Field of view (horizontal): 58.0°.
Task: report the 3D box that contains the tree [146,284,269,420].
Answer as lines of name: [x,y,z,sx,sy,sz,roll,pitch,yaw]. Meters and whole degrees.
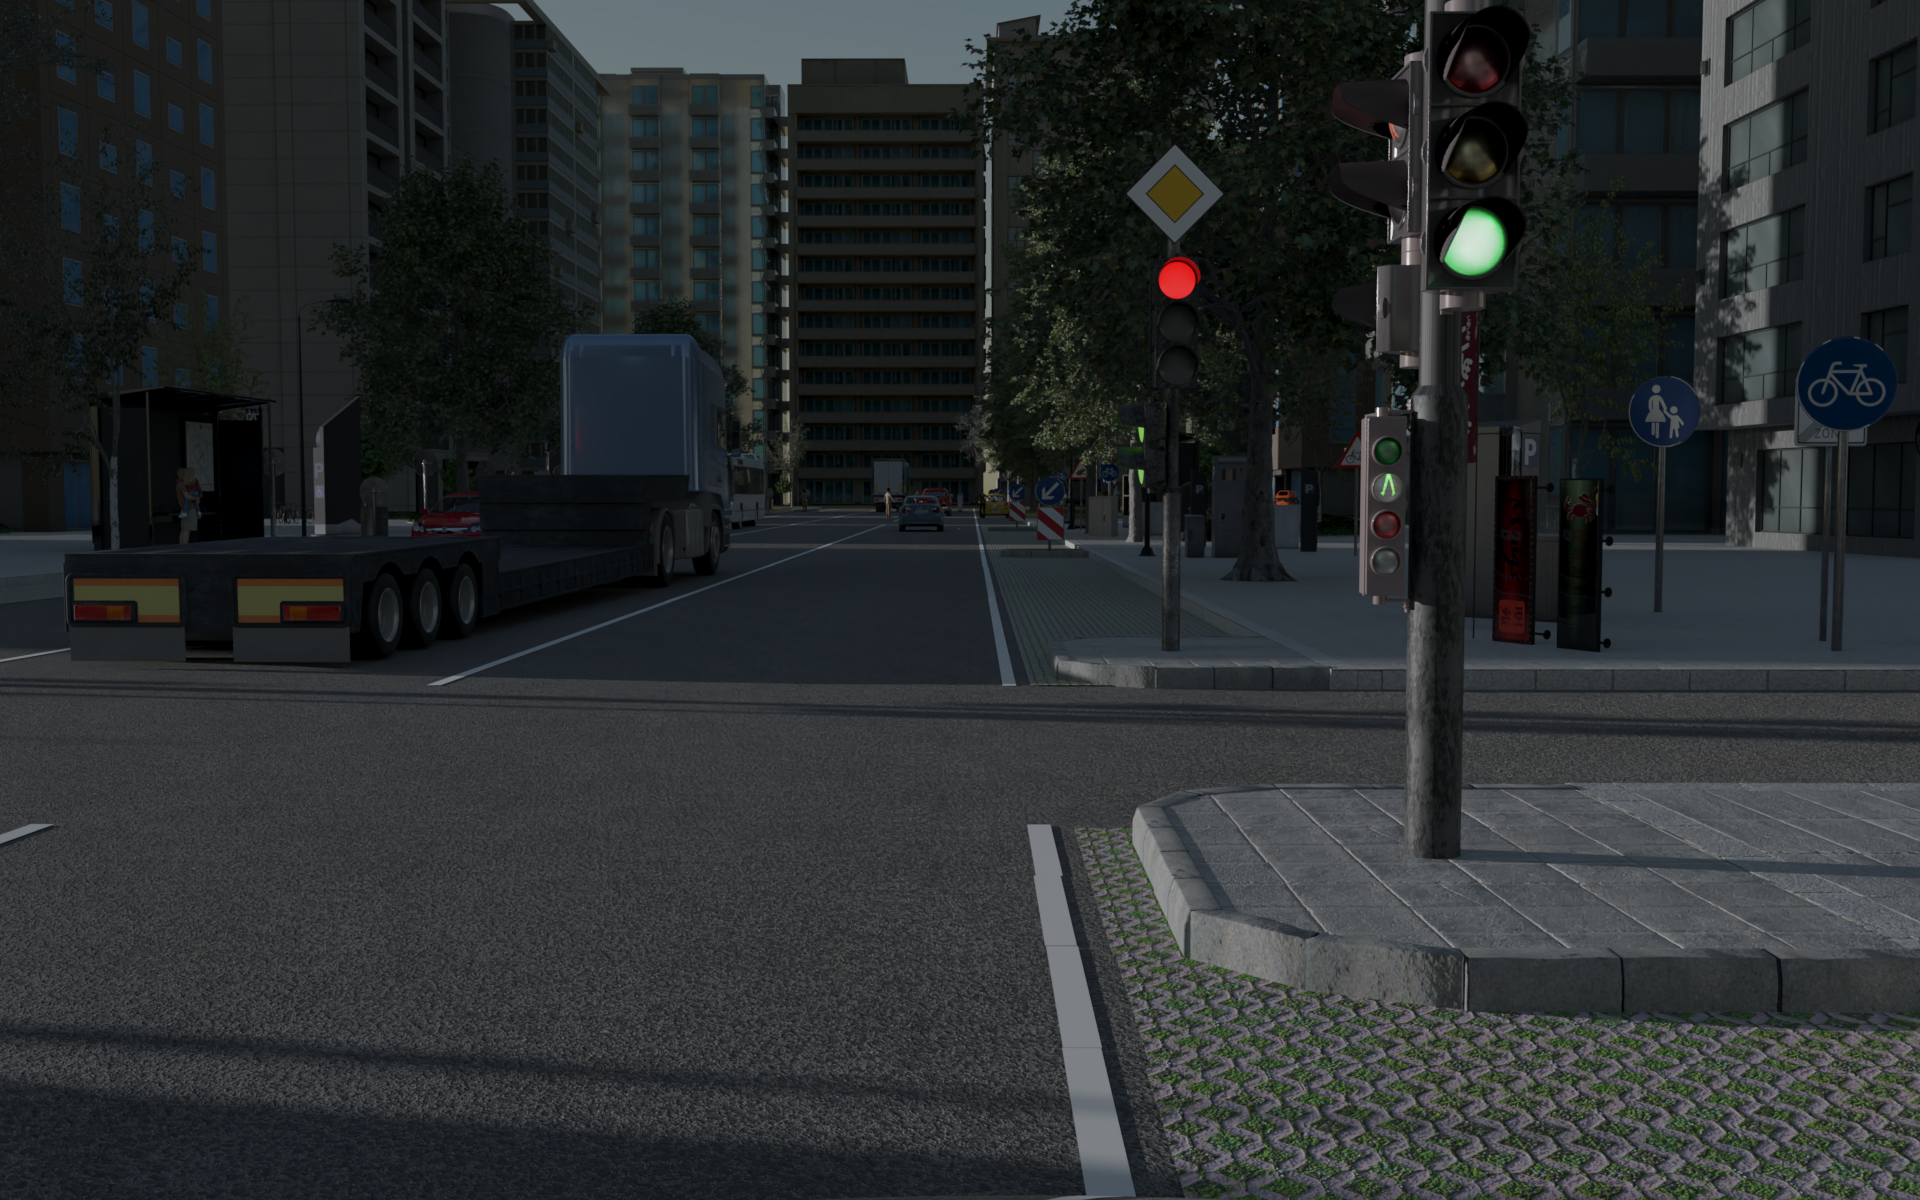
tree: [-25.941,-6.712,60.111,4.737,8.622,4.395,0,3,0]

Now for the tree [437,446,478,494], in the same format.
tree: [-20.331,-4.621,70.150,1.663,3.219,1.824,0,3,0]

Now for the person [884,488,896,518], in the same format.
person: [-4.308,-5.921,105.313,0.705,1.824,1.348,-2,4,-31]

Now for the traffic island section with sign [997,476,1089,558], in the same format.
traffic island section with sign: [1.921,-1.896,39.630,1.989,1.847,2.006,0,4,0]

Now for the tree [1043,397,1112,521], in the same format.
tree: [5.196,-7.989,80.979,4.360,8.622,3.978,0,3,0]

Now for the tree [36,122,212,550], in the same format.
tree: [-16.801,-5.097,33.705,4.360,8.622,3.978,0,3,0]

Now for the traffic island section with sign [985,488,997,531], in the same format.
traffic island section with sign: [2.080,-3.557,66.783,1.989,1.847,2.006,0,4,0]

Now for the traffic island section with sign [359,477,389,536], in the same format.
traffic island section with sign: [-13.305,-1.851,38.889,1.989,1.847,2.006,0,4,0]

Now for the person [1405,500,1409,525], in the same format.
person: [15.597,-3.079,60.638,0.590,1.304,0.306,2,4,32]

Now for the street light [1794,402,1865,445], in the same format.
street light: [3.049,-2.041,5.915,1.470,5.913,1.316,0,4,0]

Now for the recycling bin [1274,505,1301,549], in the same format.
recycling bin: [7.645,-1.729,40.824,0.722,1.027,0.722,1,4,14]

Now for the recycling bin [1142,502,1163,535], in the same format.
recycling bin: [6.102,-2.538,54.044,0.722,1.027,0.722,2,4,26]

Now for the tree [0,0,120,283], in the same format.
tree: [-16.584,-6.870,22.687,12.009,13.543,11.850,0,3,0]

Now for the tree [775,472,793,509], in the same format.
tree: [-15.214,-9.487,149.710,1.663,3.219,1.824,0,3,0]

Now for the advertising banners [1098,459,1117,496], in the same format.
advertising banners: [7.332,-5.515,86.361,0.090,3.025,2.074,-2,4,-24]

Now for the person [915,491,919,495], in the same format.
person: [-3.743,-8.882,154.251,0.617,1.759,0.750,0,4,5]

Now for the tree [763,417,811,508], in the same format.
tree: [-16.163,-13.068,164.026,4.360,8.622,3.978,0,3,0]

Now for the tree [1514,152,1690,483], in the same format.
tree: [13.364,-5.316,37.279,4.737,8.622,4.395,0,3,0]

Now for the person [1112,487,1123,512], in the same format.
person: [11.578,-7.402,127.054,1.348,1.826,0.705,2,4,31]

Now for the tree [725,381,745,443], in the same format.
tree: [-15.547,-9.701,108.979,4.360,8.622,3.978,0,3,0]

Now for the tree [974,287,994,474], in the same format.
tree: [4.418,-8.385,55.216,7.486,12.596,7.792,0,3,0]

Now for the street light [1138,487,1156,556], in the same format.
street light: [3.332,-3.862,35.679,1.470,5.913,1.316,0,4,0]

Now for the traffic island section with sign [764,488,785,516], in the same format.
traffic island section with sign: [-12.828,-6.585,116.294,1.989,1.847,2.006,0,4,0]

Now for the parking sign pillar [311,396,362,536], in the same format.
parking sign pillar: [-17.012,-3.601,47.349,1.447,3.967,1.447,2,4,28]

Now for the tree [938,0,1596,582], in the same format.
tree: [4.502,-6.620,25.247,9.611,12.733,9.660,0,3,0]

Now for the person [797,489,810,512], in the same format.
person: [-12.203,-7.766,135.478,0.705,1.824,1.348,3,5,41]

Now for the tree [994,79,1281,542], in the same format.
tree: [5.128,-7.832,46.187,7.486,12.596,7.792,0,3,0]

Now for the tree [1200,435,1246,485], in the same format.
tree: [12.624,-6.314,86.951,4.285,4.588,4.351,0,3,0]

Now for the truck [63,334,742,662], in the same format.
truck: [-5.796,-2.060,23.446,2.967,4.110,18.799,0,4,2]

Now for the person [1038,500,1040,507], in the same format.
person: [6.953,-8.900,152.338,1.217,1.735,0.721,2,4,28]

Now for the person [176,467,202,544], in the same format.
person: [-15.774,-1.797,35.393,0.580,1.828,0.573,1,4,11]

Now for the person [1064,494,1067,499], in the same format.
person: [10.154,-9.787,169.460,0.756,1.711,0.436,-3,5,-40]

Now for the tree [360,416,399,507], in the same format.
tree: [-24.249,-5.308,70.493,4.285,4.588,4.351,0,3,0]

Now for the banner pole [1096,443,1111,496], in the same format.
banner pole: [6.091,-5.153,74.275,0.863,3.779,0.401,2,4,26]

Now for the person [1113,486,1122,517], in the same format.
person: [8.878,-5.540,97.346,0.721,1.736,1.217,-1,4,-10]

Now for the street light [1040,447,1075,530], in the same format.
street light: [3.491,-5.506,62.568,1.470,5.913,1.316,0,4,0]

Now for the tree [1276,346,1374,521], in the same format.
tree: [12.138,-6.633,58.809,4.360,8.622,3.978,0,3,0]

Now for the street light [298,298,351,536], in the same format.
street light: [-15.100,-4.195,41.136,1.470,5.913,1.316,0,4,0]

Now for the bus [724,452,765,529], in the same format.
bus: [-10.256,-4.821,73.677,2.948,3.499,13.247,0,4,-1]

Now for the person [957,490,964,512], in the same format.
person: [0.045,-7.837,137.311,0.551,1.740,0.621,0,4,3]

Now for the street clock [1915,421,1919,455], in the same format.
street clock: [8.387,-0.623,14.762,0.358,2.002,0.471,-1,4,-14]

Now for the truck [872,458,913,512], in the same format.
truck: [-5.503,-9.358,141.923,2.839,4.237,11.283,0,4,2]

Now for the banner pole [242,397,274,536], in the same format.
banner pole: [-18.017,-3.342,44.665,0.863,3.779,0.401,-3,4,-37]

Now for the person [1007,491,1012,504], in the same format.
person: [4.567,-9.289,158.579,0.551,1.740,0.621,-2,4,-28]

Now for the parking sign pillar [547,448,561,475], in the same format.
parking sign pillar: [-17.611,-5.400,76.758,1.447,3.967,1.447,-2,4,-24]

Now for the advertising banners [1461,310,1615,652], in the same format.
advertising banners: [4.779,-1.139,14.811,0.090,3.025,2.074,-2,4,-25]

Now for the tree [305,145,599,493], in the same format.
tree: [-16.596,-8.590,57.449,9.611,12.733,9.660,0,3,0]

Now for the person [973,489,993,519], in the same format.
person: [1.331,-5.615,101.020,1.217,1.735,0.721,-1,4,-14]

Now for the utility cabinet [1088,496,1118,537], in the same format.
utility cabinet: [4.356,-2.543,52.738,0.306,1.237,1.020,-3,5,-39]

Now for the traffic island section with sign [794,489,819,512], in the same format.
traffic island section with sign: [-12.661,-8.234,143.249,1.989,1.847,2.006,0,4,0]
